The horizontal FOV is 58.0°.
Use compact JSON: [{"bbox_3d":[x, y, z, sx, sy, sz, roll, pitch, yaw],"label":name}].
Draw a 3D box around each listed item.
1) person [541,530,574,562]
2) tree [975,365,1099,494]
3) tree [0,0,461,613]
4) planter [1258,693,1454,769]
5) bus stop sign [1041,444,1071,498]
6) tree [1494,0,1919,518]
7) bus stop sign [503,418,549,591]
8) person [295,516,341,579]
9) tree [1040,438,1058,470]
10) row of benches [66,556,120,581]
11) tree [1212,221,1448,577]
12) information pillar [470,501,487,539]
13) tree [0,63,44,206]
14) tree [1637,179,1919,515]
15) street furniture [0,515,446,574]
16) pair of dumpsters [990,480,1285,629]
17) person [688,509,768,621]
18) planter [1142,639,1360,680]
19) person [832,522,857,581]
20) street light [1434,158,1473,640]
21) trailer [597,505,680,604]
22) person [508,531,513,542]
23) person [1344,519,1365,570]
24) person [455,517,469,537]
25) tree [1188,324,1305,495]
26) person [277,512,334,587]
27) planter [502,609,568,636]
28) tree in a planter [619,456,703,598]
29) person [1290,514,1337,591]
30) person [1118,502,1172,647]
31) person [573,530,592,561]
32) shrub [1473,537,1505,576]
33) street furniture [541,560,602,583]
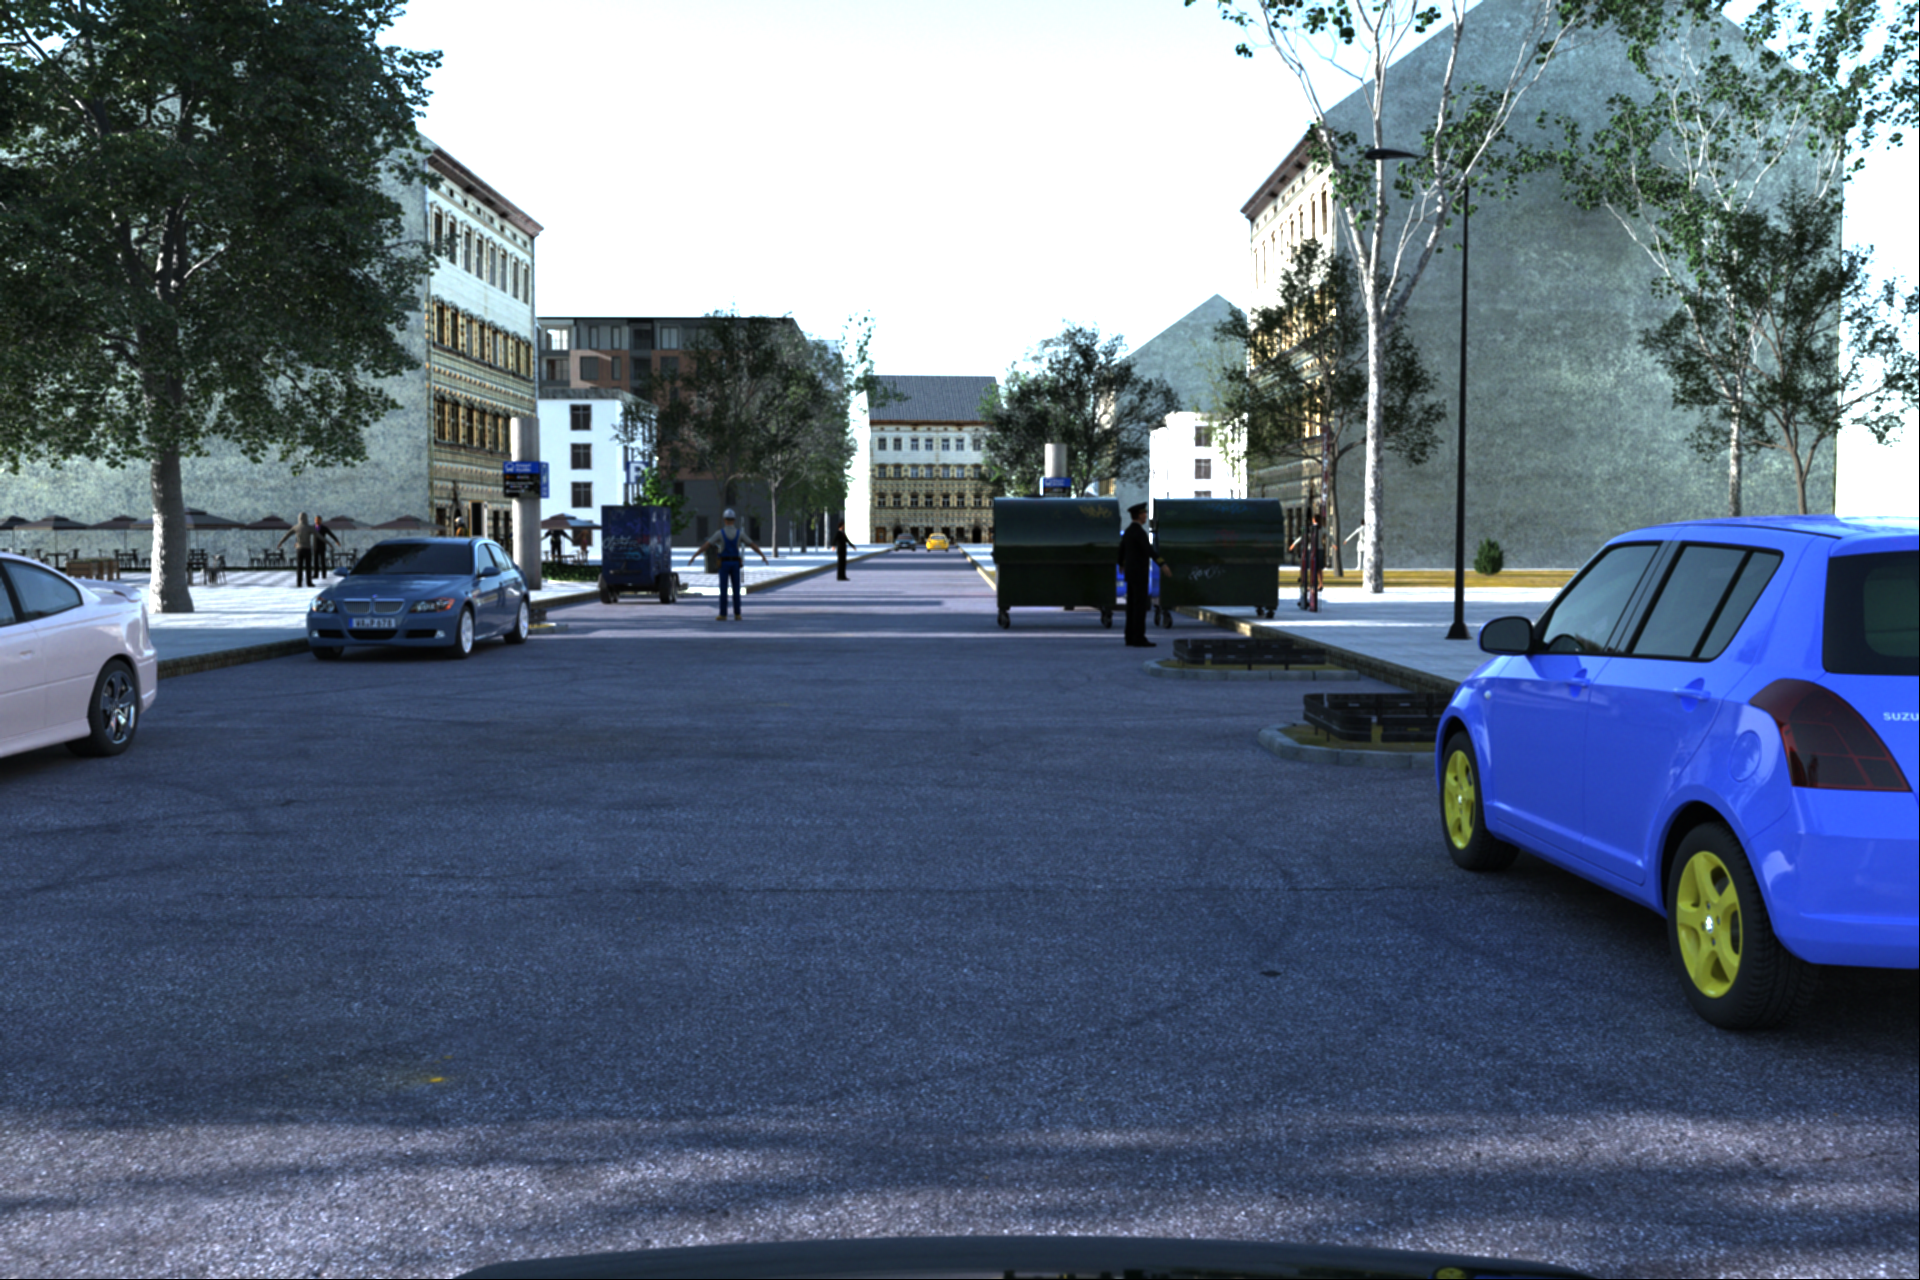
[{"bbox_3d":[-15.723,-3.770,67.414,1.354,1.856,0.705,-1,4,-12],"label":"person"},{"bbox_3d":[4.918,-11.033,106.151,9.928,11.665,9.643,0,3,0],"label":"tree"},{"bbox_3d":[-13.020,-7.416,27.912,9.857,13.997,8.962,0,3,0],"label":"tree"},{"bbox_3d":[3.047,0.586,11.551,1.991,0.319,1.994,0,4,0],"label":"planter"},{"bbox_3d":[2.804,-3.774,50.723,0.837,3.901,0.837,0,4,-2],"label":"bus stop sign"},{"bbox_3d":[23.567,-12.224,55.746,12.611,20.169,13.585,0,3,0],"label":"tree"},{"bbox_3d":[-9.873,-3.085,39.458,0.837,3.901,0.837,0,3,0],"label":"bus stop sign"},{"bbox_3d":[-18.424,-2.663,49.763,1.346,1.802,0.704,0,4,4],"label":"person"},{"bbox_3d":[13.906,-23.130,234.063,12.611,20.169,13.585,0,3,0],"label":"tree"},{"bbox_3d":[-23.654,-1.950,47.350,1.422,0.672,4.104,-1,4,-16],"label":"row of benches"},{"bbox_3d":[11.117,-7.199,52.109,7.601,10.594,8.767,1,4,20],"label":"tree"},{"bbox_3d":[-10.657,-2.073,38.384,0.304,2.012,0.304,0,3,0],"label":"information pillar"},{"bbox_3d":[-12.191,-4.962,15.534,7.601,10.594,8.767,-2,4,-32],"label":"tree"},{"bbox_3d":[22.006,-6.752,44.812,8.767,10.594,7.601,1,4,22],"label":"tree"},{"bbox_3d":[-32.742,-3.298,58.955,27.439,1.986,14.083,0,4,6],"label":"street furniture"},{"bbox_3d":[2.687,-1.327,26.652,4.436,2.255,1.574,0,4,0],"label":"pair of dumpsters"},{"bbox_3d":[-3.837,-1.253,28.803,1.347,1.847,0.705,-1,4,-19],"label":"person"},{"bbox_3d":[2.920,0.196,17.941,1.991,0.319,1.994,0,4,0],"label":"planter"},{"bbox_3d":[-3.614,-2.735,53.359,0.705,1.806,1.347,2,4,27],"label":"person"},{"bbox_3d":[6.648,-2.965,21.023,1.470,5.913,1.316,0,4,0],"label":"street light"},{"bbox_3d":[-6.645,-1.719,35.148,1.471,1.999,3.904,0,4,0],"label":"trailer"},{"bbox_3d":[-18.738,-4.142,73.693,0.705,1.833,1.349,3,4,37],"label":"person"},{"bbox_3d":[14.480,-3.425,62.192,1.347,1.806,0.705,0,4,-1],"label":"person"},{"bbox_3d":[-17.054,-3.260,59.077,0.705,1.858,1.354,0,4,-2],"label":"person"},{"bbox_3d":[9.672,-6.757,60.840,4.360,8.622,3.978,0,3,0],"label":"tree"},{"bbox_3d":[-15.909,-2.196,42.029,1.348,1.813,0.705,0,4,-3],"label":"person"},{"bbox_3d":[-6.846,-0.259,25.372,1.991,0.319,1.994,0,4,0],"label":"planter"},{"bbox_3d":[-6.943,-2.581,39.429,1.991,3.239,1.994,0,4,0],"label":"tree in a planter"},{"bbox_3d":[7.943,-1.958,38.837,1.217,1.735,0.721,-1,4,-21],"label":"person"},{"bbox_3d":[2.291,-0.838,22.096,0.705,1.837,1.347,-1,4,-21],"label":"person"},{"bbox_3d":[-16.942,-4.339,77.752,0.721,1.733,1.217,2,4,29],"label":"person"},{"bbox_3d":[16.370,-2.599,53.614,1.383,1.207,1.383,0,3,0],"label":"shrub"},{"bbox_3d":[-12.613,-2.073,49.523,5.734,0.657,10.072,-2,4,-29],"label":"street furniture"}]
